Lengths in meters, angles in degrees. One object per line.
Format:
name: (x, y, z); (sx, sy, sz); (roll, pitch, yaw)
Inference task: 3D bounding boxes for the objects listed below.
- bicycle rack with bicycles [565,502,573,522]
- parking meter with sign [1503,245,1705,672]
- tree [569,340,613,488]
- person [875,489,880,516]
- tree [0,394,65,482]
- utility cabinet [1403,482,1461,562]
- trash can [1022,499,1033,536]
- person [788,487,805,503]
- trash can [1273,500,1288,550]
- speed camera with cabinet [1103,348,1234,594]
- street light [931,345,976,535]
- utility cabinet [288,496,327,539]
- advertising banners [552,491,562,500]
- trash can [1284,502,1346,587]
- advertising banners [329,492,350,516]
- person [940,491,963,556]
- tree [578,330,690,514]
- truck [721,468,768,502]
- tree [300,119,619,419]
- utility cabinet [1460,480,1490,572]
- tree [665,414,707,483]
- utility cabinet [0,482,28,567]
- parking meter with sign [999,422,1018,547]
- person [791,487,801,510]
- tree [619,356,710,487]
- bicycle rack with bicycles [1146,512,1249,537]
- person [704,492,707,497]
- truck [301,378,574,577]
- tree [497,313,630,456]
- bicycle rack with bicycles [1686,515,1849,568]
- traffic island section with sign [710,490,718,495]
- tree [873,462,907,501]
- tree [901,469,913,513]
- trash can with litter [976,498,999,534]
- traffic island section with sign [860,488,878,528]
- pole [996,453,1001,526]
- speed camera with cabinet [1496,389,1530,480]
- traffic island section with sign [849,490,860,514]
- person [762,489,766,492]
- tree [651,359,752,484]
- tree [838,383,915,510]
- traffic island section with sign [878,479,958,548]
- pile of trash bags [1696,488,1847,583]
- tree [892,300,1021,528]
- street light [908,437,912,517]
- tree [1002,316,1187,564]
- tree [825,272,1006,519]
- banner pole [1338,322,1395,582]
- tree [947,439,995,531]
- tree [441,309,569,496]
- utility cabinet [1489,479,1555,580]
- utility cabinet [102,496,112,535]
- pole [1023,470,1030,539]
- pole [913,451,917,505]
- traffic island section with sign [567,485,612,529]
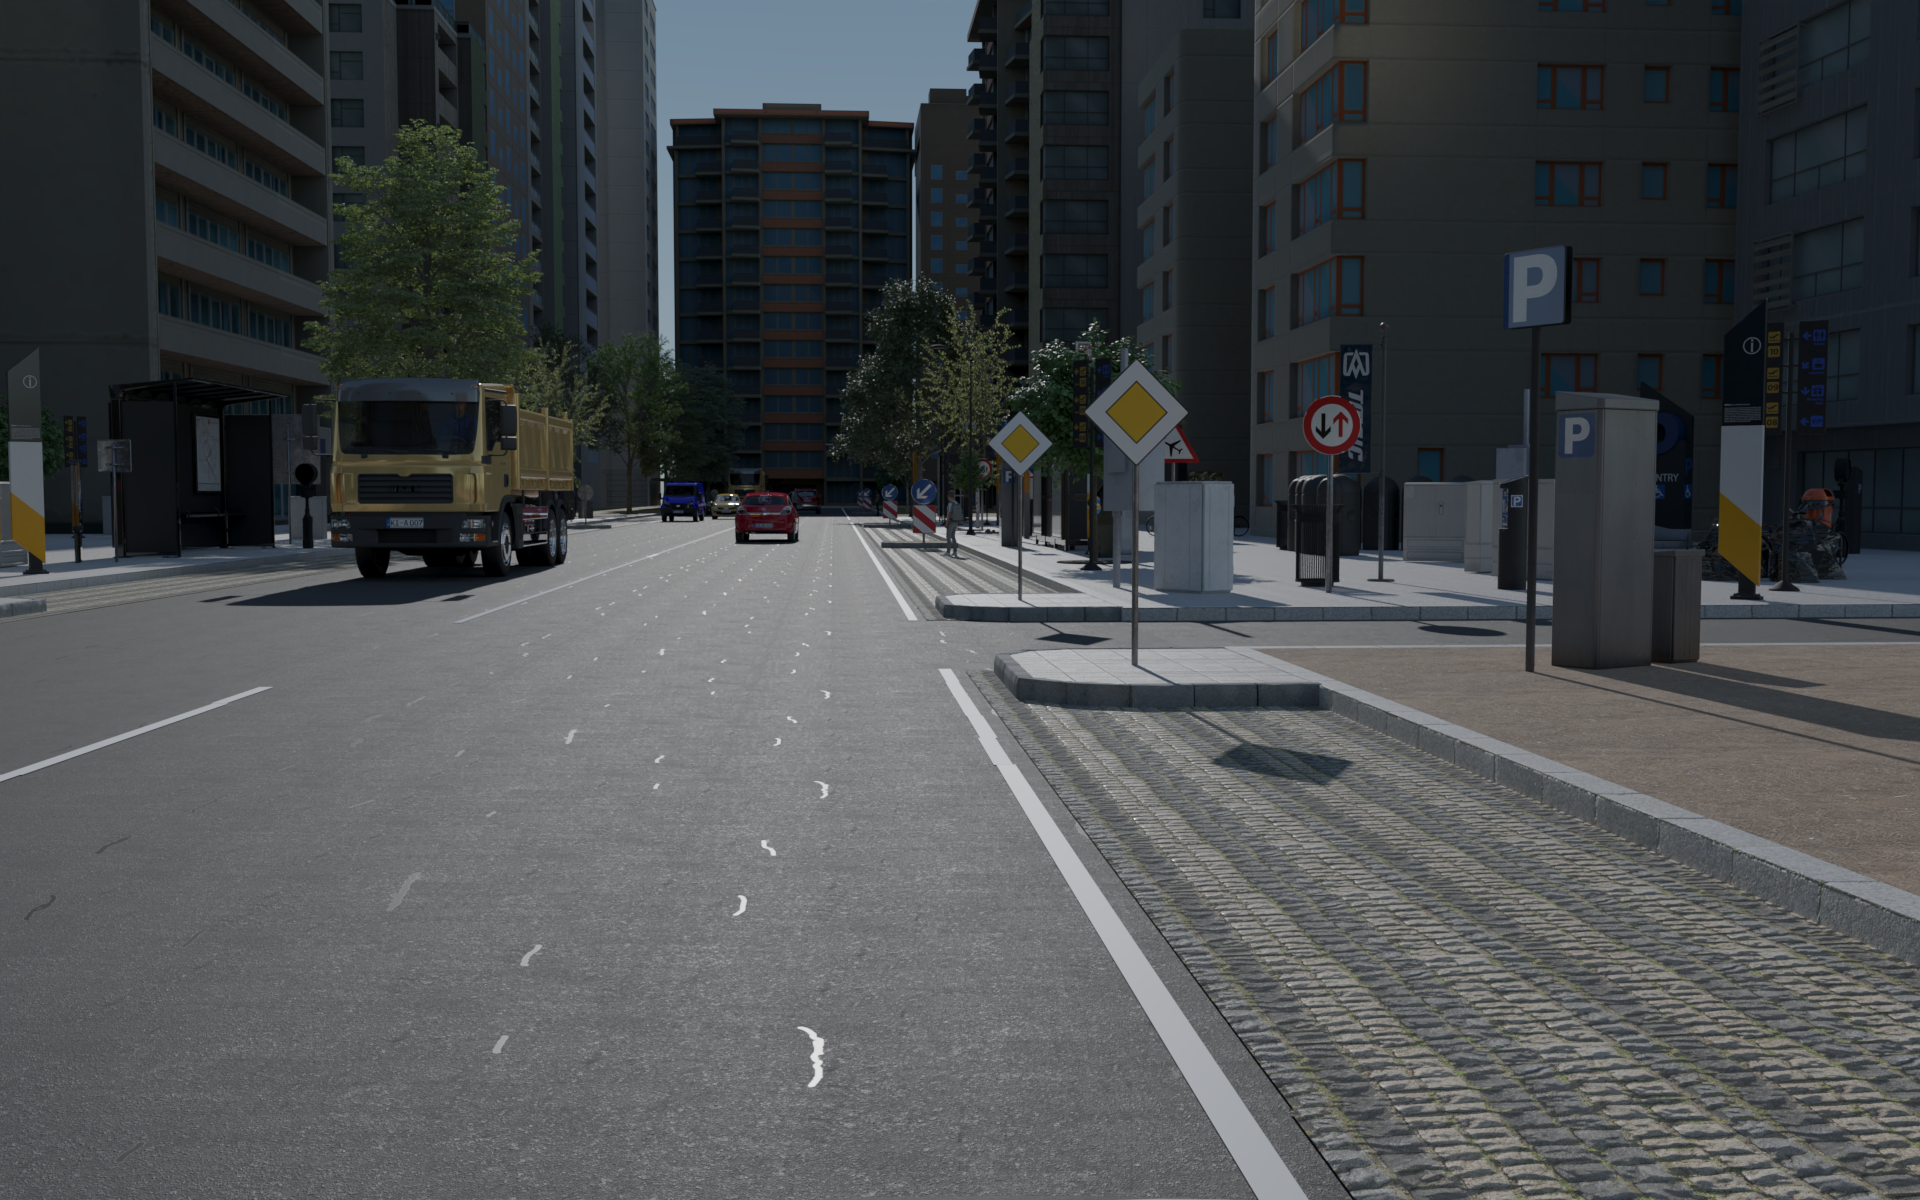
bicycle rack with bicycles: (-19.173, -4.080, 80.088); (2.852, 0.926, 2.925); (-1, 4, -18)
parking meter with sign: (4.824, -1.015, 12.862); (1.738, 3.016, 0.543); (-2, 4, -31)
tree: (-18.865, -8.040, 81.821); (4.360, 8.622, 3.978); (0, 3, 0)
person: (-5.423, -6.305, 112.305); (0.721, 1.735, 1.217); (0, 4, -7)
tree: (-28.864, -4.225, 52.788); (4.285, 4.588, 4.351); (0, 3, 0)
utility cabinet: (8.936, -1.456, 32.484); (1.173, 1.500, 0.318); (1, 4, 22)
trash can: (2.009, -2.558, 53.477); (0.748, 1.137, 0.748); (0, 3, 0)
person: (-9.984, -5.855, 103.863); (1.348, 1.869, 0.705); (0, 4, -6)
trash can: (7.574, -1.721, 39.784); (0.748, 1.137, 0.748); (0, 3, 0)
speed camera with cabinet: (2.773, -1.761, 23.125); (0.660, 3.252, 2.038); (-2, 4, -34)
street light: (-0.202, -4.986, 54.056); (1.470, 5.913, 1.316); (0, 4, -4)
utility cabinet: (-18.609, -2.339, 49.405); (1.020, 1.237, 0.306); (0, 4, 5)
advertising banners: (-17.762, -4.921, 76.643); (0.090, 3.025, 2.074); (0, 4, 0)
trash can: (4.983, -0.762, 24.119); (0.748, 1.137, 0.748); (0, 3, 0)
advertising banners: (-23.661, -4.332, 67.017); (0.090, 3.025, 2.074); (1, 4, 21)
person: (-0.200, -1.763, 39.923); (0.523, 1.515, 0.503); (0, 4, -2)
tree: (-20.851, -11.230, 109.372); (9.928, 11.665, 9.643); (0, 3, 0)
truck: (-16.291, -8.344, 132.346); (3.469, 3.379, 9.791); (0, 4, -5)
tree: (-16.055, -8.240, 52.858); (7.486, 12.596, 7.792); (0, 3, 0)
utility cabinet: (8.731, -1.209, 28.448); (1.173, 1.500, 0.318); (-3, 5, -42)
tree: (-24.952, -12.571, 155.893); (4.360, 8.622, 3.978); (0, 3, 0)
utility cabinet: (-16.763, -1.329, 30.401); (0.318, 1.500, 1.173); (0, 4, -7)
parking meter with sign: (1.218, -2.830, 42.526); (0.543, 3.016, 1.738); (0, 4, -4)
person: (-9.747, -5.762, 102.701); (0.705, 1.826, 1.348); (1, 4, 14)
tree: (-24.612, -13.714, 142.357); (7.486, 12.596, 7.792); (0, 3, 0)
bicycle rack with bicycles: (7.413, -2.415, 52.874); (2.925, 0.926, 2.852); (2, 4, 24)
person: (-21.564, -8.290, 144.846); (0.742, 1.727, 0.445); (-3, 4, -37)
truck: (-9.214, -2.208, 32.021); (3.469, 3.379, 9.791); (0, 4, -3)
tree: (-20.625, -9.511, 89.911); (7.601, 10.594, 8.767); (0, 4, 6)
bicycle rack with bicycles: (14.429, -1.055, 30.639); (2.925, 0.926, 2.852); (-1, 4, -13)
traffic island section with sign: (-21.183, -8.630, 149.726); (1.989, 1.847, 2.006); (0, 4, -4)
tree: (-6.268, -10.526, 155.806); (4.285, 4.588, 4.351); (0, 3, 0)
tree: (-3.104, -7.631, 119.366); (1.663, 3.219, 1.824); (0, 3, 0)
trash can with litter: (1.336, -2.789, 56.650); (1.678, 1.210, 2.233); (-2, 4, -31)
traffic island section with sign: (-3.101, -3.965, 73.458); (1.989, 1.847, 2.006); (0, 4, -4)
pole: (1.580, -4.679, 70.342); (0.158, 3.312, 0.155); (0, 3, 0)
speed camera with cabinet: (10.960, -2.391, 33.433); (0.660, 3.252, 2.038); (3, 4, 37)
traffic island section with sign: (-6.738, -7.005, 123.156); (1.989, 1.847, 2.006); (0, 4, -4)
person: (-10.883, -5.327, 96.527); (0.756, 1.711, 0.436); (-1, 4, -12)
tree: (-24.841, -15.734, 163.903); (9.857, 13.997, 8.962); (0, 3, 0)
tree: (-6.125, -13.234, 142.131); (9.928, 11.665, 9.643); (0, 3, 0)
traffic island section with sign: (-1.109, -2.303, 46.274); (1.989, 1.847, 2.006); (0, 4, -4)
pile of trash bags: (12.598, -1.024, 26.488); (1.912, 1.369, 3.447); (3, 5, 44)
tree: (0.516, -6.993, 64.694); (4.360, 8.622, 3.978); (0, 3, 0)
street light: (-3.256, -7.545, 95.908); (1.470, 5.913, 1.316); (0, 4, -4)
tree: (2.490, -2.965, 32.194); (4.285, 4.588, 4.351); (0, 3, 0)
tree: (-2.211, -10.558, 89.631); (9.611, 12.733, 9.660); (0, 3, 0)
banner pole: (5.963, -2.165, 25.414); (0.863, 3.779, 0.401); (1, 4, 12)
tree: (0.443, -4.026, 60.430); (1.663, 3.219, 1.824); (0, 3, 0)
tree: (-17.991, -7.088, 66.253); (4.360, 8.622, 3.978); (0, 3, 0)
utility cabinet: (8.588, -1.067, 26.117); (0.318, 1.500, 1.173); (-2, 4, -30)
utility cabinet: (-26.359, -2.641, 54.338); (1.020, 1.237, 0.306); (1, 4, 12)
pole: (1.910, -3.415, 49.672); (0.158, 3.312, 0.155); (0, 3, 0)
pole: (-2.162, -5.448, 82.919); (0.158, 3.312, 0.155); (0, 3, 0)
traffic island section with sign: (-15.451, -3.845, 71.486); (1.989, 1.847, 2.006); (0, 4, -4)
